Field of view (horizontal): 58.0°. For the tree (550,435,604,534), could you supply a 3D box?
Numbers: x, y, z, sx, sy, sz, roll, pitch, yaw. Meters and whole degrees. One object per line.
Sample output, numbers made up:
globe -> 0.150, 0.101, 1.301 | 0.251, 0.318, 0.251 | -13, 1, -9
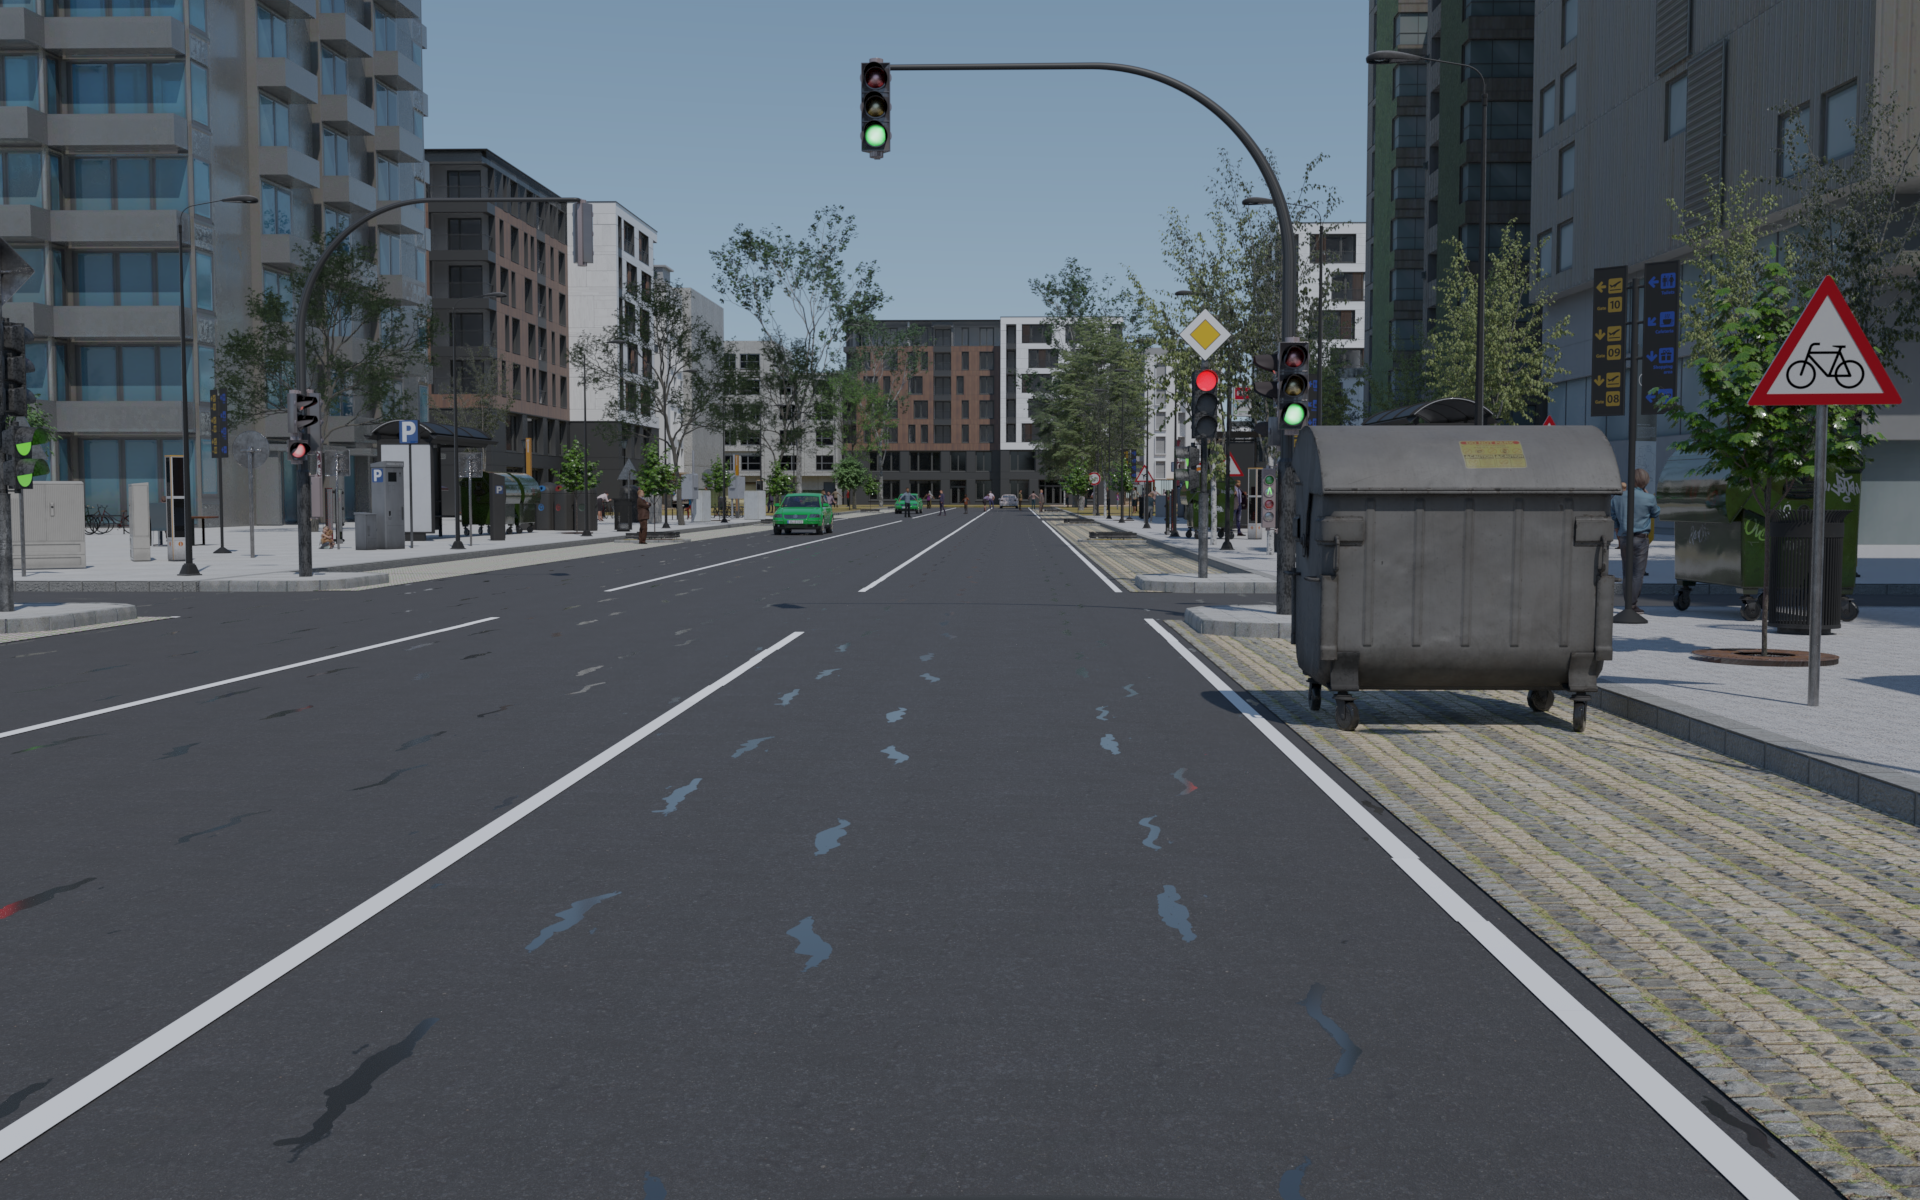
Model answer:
tree -> -12.466, -3.741, 55.770 | 1.663, 3.219, 1.824 | 0, 3, 0

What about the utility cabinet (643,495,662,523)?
utility cabinet -> -13.382, -4.049, 74.885 | 0.318, 1.500, 1.173 | 2, 4, 28

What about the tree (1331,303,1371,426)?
tree -> 13.759, -7.144, 67.163 | 4.737, 8.622, 4.395 | 0, 3, 0

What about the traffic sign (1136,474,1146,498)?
traffic sign -> 10.691, -6.208, 101.603 | 0.768, 2.556, 0.104 | 0, 4, 7

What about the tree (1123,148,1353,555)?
tree -> 6.311, -5.243, 36.080 | 4.360, 8.622, 3.978 | 0, 3, 0

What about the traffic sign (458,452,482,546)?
traffic sign -> -12.048, -2.476, 42.616 | 0.606, 2.300, 0.079 | 0, 4, 8

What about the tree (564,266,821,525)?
tree -> -11.638, -8.352, 70.969 | 8.767, 10.594, 7.601 | -3, 5, -43

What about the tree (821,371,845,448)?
tree -> -10.308, -9.895, 96.197 | 8.767, 10.594, 7.601 | 0, 4, 6

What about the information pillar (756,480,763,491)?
information pillar -> -10.481, -5.270, 90.662 | 0.304, 2.012, 0.304 | 1, 4, 12

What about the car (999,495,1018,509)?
car -> 4.881, -9.782, 172.290 | 2.083, 1.381, 4.827 | 0, 4, 3

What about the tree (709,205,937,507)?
tree -> -8.939, -15.636, 111.531 | 12.611, 20.169, 13.585 | 0, 3, 0

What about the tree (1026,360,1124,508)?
tree -> 11.010, -15.699, 163.328 | 9.857, 13.997, 8.962 | 0, 3, 0

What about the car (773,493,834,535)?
car -> -5.603, -3.262, 62.126 | 1.959, 1.807, 4.718 | 0, 4, 2

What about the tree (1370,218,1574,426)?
tree -> 14.478, -5.927, 47.264 | 4.737, 8.622, 4.395 | 0, 3, 0

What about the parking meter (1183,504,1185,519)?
parking meter -> 11.749, -4.963, 89.562 | 0.372, 1.533, 0.369 | 0, 3, 0

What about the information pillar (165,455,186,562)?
information pillar -> -14.894, -1.740, 32.946 | 0.304, 2.012, 0.304 | -3, 5, -43

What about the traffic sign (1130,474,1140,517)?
traffic sign -> 9.811, -6.043, 98.807 | 0.884, 2.594, 0.081 | 0, 4, 5

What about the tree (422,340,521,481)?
tree -> -22.906, -8.061, 82.165 | 4.360, 8.622, 3.978 | 0, 3, 0

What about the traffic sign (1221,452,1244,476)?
traffic sign -> 8.013, -3.159, 51.660 | 0.884, 2.594, 0.081 | 0, 4, 7

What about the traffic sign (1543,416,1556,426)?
traffic sign -> 9.767, -1.761, 28.804 | 0.884, 2.594, 0.081 | 0, 4, 3

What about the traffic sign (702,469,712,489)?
traffic sign -> -12.767, -5.382, 88.104 | 0.768, 2.556, 0.104 | 0, 4, 8

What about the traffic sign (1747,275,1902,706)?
traffic sign -> 5.165, -0.636, 10.411 | 0.884, 2.594, 0.081 | 0, 4, 5

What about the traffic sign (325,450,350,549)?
traffic sign -> -14.380, -2.317, 40.017 | 0.606, 2.300, 0.079 | 0, 4, 8

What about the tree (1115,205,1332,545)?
tree -> 6.160, -5.685, 43.311 | 4.737, 8.622, 4.395 | 0, 3, 0

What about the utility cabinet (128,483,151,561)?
utility cabinet -> -15.810, -1.508, 33.333 | 0.318, 1.500, 1.173 | -2, 4, -28

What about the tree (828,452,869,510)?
tree -> -8.830, -9.378, 137.046 | 4.285, 4.588, 4.351 | 0, 3, 0

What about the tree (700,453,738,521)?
tree -> -11.528, -5.343, 81.963 | 1.663, 3.219, 1.824 | 0, 3, 0

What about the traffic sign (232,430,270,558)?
traffic sign -> -14.217, -2.118, 34.731 | 0.768, 2.556, 0.104 | 0, 4, 3

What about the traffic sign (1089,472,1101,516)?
traffic sign -> 7.754, -6.113, 100.056 | 0.768, 2.556, 0.104 | 0, 4, 7

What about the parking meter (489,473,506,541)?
parking meter -> -12.718, -2.566, 47.666 | 0.399, 1.863, 0.255 | -3, 5, -39

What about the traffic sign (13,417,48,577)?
traffic sign -> -14.536, -1.640, 26.818 | 0.884, 2.594, 0.081 | 0, 4, 7

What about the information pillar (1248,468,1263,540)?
information pillar -> 8.305, -2.705, 48.726 | 0.304, 2.012, 0.304 | 3, 5, 44

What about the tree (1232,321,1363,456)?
tree -> 17.718, -9.605, 91.454 | 7.601, 10.594, 8.767 | 0, 3, 0

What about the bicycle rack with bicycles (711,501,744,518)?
bicycle rack with bicycles -> -12.101, -4.836, 92.446 | 2.925, 0.926, 2.852 | -3, 4, -38

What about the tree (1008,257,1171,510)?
tree -> 10.193, -17.171, 136.641 | 12.611, 20.169, 13.585 | 0, 3, 0

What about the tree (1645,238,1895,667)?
tree -> 6.063, -1.140, 13.241 | 1.663, 3.219, 1.824 | 0, 3, 0

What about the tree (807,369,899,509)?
tree -> -9.064, -13.434, 145.407 | 9.928, 11.665, 9.643 | 0, 3, 0

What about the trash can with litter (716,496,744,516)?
trash can with litter -> -13.512, -5.521, 101.327 | 2.233, 1.210, 1.678 | -2, 4, -34

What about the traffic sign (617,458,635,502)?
traffic sign -> -12.057, -3.857, 63.073 | 0.884, 2.594, 0.081 | 1, 4, 9

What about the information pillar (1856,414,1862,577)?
information pillar -> 13.616, -2.159, 26.659 | 0.504, 3.616, 0.183 | 0, 4, 6

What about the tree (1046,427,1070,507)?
tree -> 10.633, -13.764, 175.411 | 4.737, 8.622, 4.395 | 0, 3, 0

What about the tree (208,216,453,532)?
tree -> -21.523, -7.565, 58.107 | 7.601, 10.594, 8.767 | 1, 4, 20

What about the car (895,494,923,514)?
car -> -3.728, -7.175, 126.112 | 1.959, 1.807, 4.718 | 0, 4, 4

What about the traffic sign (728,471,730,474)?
traffic sign -> -12.105, -5.416, 88.663 | 0.768, 2.556, 0.104 | 0, 4, 2

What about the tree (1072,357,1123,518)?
tree -> 8.047, -8.751, 93.436 | 4.360, 8.622, 3.978 | 0, 3, 0

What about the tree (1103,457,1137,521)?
tree -> 7.919, -5.400, 82.886 | 1.663, 3.219, 1.824 | 0, 3, 0

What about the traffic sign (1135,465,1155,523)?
traffic sign -> 8.127, -4.663, 76.237 | 0.884, 2.594, 0.081 | 1, 4, 8

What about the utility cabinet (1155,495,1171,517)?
utility cabinet -> 11.412, -5.224, 96.581 | 1.020, 1.237, 0.306 | 0, 4, 3

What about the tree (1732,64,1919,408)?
tree -> 15.735, -4.921, 30.826 | 4.360, 8.622, 3.978 | 0, 3, 0

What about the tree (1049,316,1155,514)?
tree -> 9.021, -11.781, 110.752 | 7.486, 12.596, 7.792 | 0, 3, 0

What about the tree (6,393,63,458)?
tree -> -22.914, -3.483, 40.665 | 4.285, 4.588, 4.351 | 0, 3, 0

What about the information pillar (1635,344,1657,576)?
information pillar -> 10.700, -2.188, 27.136 | 0.504, 3.616, 0.183 | -2, 4, -29

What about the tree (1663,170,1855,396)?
tree -> 17.868, -5.448, 39.442 | 4.737, 8.622, 4.395 | 0, 3, 0

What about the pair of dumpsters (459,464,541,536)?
pair of dumpsters -> -14.671, -3.219, 55.123 | 1.574, 2.255, 4.437 | 0, 4, 2

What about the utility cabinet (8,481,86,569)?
utility cabinet -> -15.558, -1.271, 29.464 | 1.173, 1.500, 0.318 | -2, 4, -32
